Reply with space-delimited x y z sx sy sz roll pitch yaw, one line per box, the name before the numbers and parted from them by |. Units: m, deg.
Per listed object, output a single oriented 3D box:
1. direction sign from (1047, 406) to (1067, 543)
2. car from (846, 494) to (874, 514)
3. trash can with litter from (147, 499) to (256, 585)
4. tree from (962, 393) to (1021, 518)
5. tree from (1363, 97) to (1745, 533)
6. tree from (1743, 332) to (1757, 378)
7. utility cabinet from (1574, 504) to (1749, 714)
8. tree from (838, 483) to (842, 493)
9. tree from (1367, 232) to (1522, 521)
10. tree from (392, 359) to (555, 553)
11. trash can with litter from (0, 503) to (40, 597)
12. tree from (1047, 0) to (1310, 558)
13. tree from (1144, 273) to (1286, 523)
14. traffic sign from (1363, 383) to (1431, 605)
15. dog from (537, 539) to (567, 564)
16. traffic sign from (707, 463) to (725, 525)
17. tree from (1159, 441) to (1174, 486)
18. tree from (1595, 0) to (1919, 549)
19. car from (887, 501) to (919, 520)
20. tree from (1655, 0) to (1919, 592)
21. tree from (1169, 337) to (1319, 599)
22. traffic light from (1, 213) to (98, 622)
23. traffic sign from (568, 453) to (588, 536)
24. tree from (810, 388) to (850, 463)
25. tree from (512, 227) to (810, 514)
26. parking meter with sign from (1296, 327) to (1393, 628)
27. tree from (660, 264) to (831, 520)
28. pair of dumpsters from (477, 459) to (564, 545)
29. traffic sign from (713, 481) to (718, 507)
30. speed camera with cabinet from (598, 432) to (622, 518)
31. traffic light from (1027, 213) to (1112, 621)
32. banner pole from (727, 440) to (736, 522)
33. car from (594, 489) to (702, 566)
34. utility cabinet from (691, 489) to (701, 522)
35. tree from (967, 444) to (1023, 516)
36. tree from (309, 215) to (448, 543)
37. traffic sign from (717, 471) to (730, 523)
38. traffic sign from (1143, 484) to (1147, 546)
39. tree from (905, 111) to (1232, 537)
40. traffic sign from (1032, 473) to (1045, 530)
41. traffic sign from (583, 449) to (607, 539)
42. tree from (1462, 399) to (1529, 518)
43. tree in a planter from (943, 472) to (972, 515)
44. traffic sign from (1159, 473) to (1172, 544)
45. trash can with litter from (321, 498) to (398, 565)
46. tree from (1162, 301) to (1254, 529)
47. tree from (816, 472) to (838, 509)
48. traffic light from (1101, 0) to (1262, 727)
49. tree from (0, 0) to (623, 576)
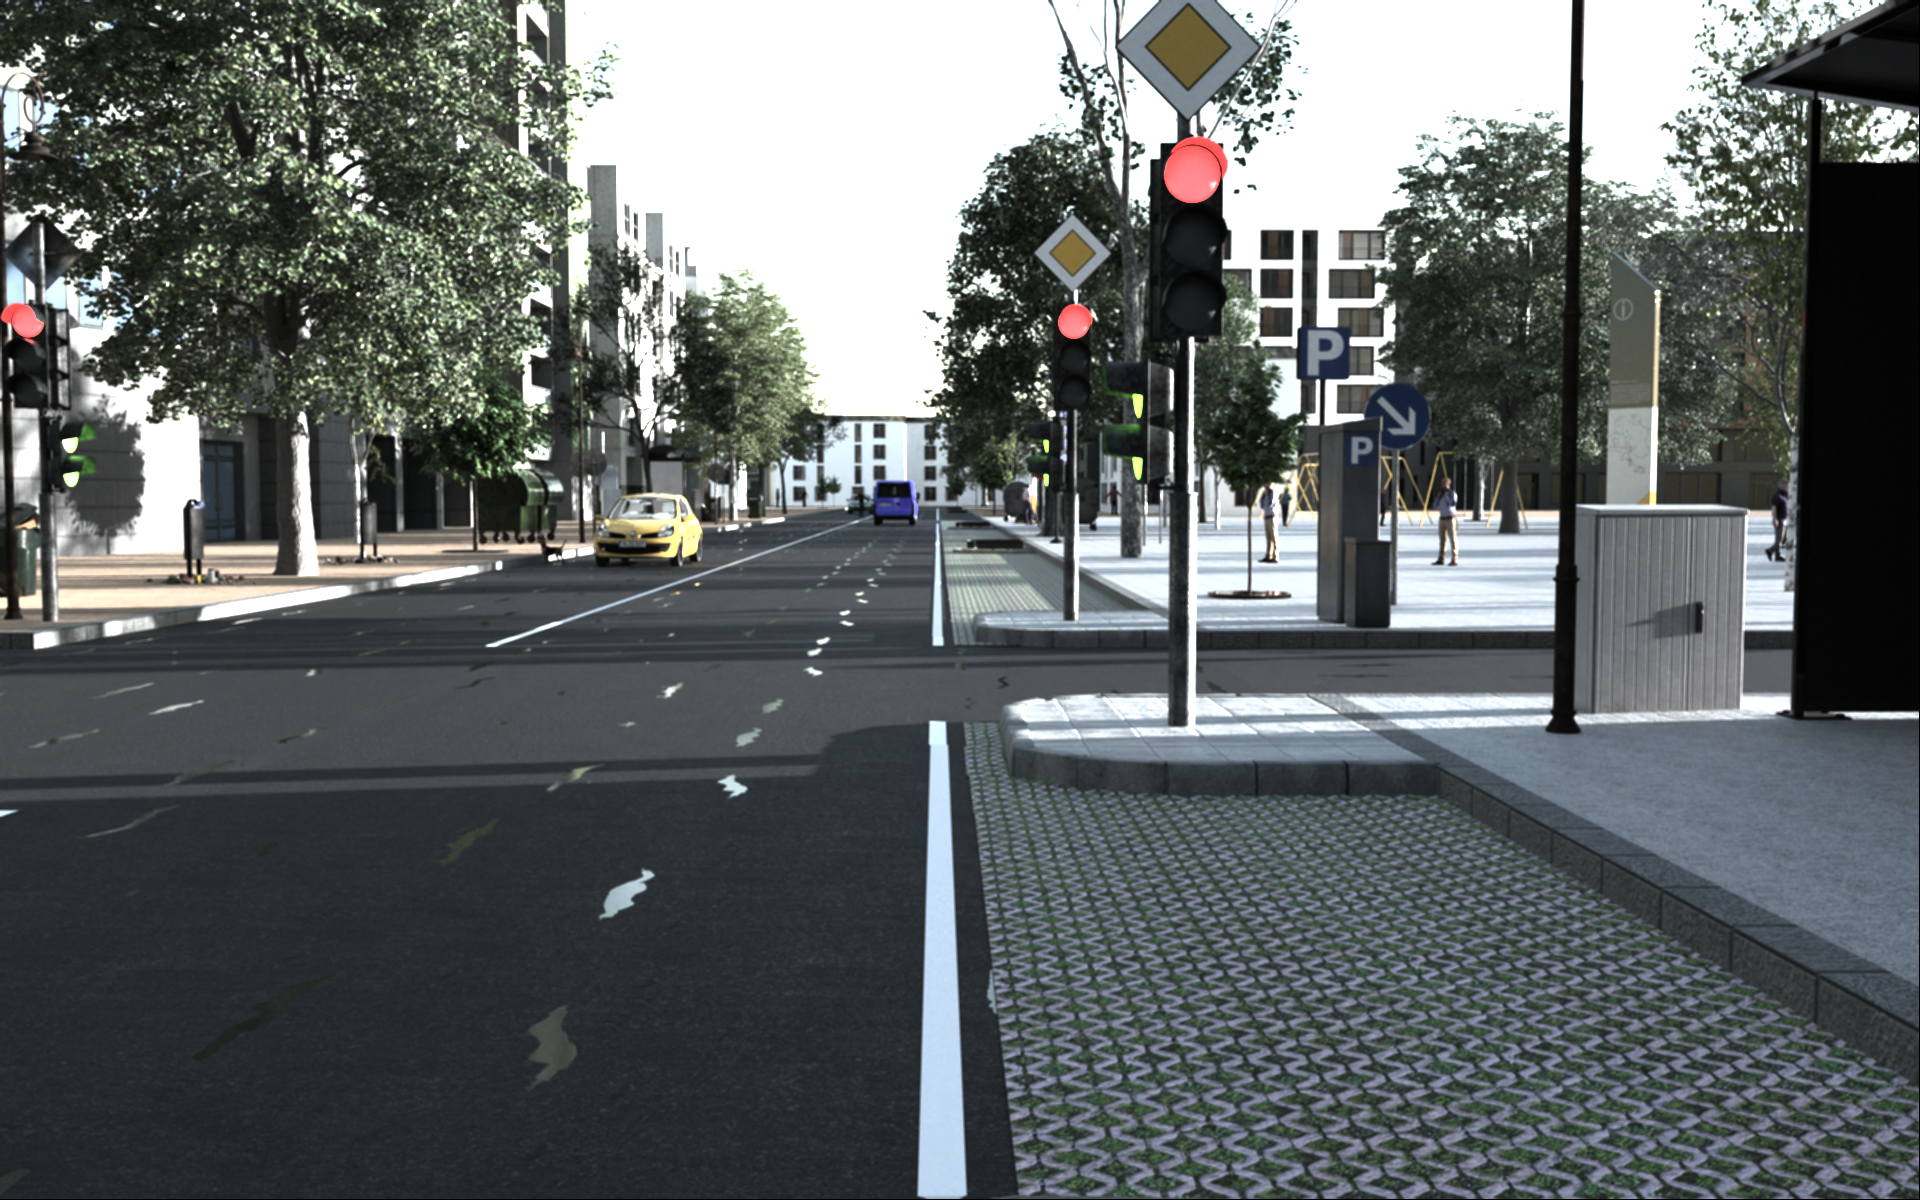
direction sign | 2.529 -3.250 45.142 0.379 3.537 0.876 3 5 39
car | -7.305 -7.087 127.665 2.131 1.459 4.920 0 4 -1
trash can with litter | -11.050 -0.881 25.469 1.678 1.210 2.233 -1 4 -9
tree | 2.317 -8.627 91.416 4.737 8.622 4.395 0 3 0
tree | 18.080 -9.150 56.253 9.857 13.997 8.962 0 3 0
tree | 26.625 -9.936 69.108 9.857 13.997 8.962 0 3 0
utility cabinet | 4.152 0.052 10.314 1.020 1.237 0.306 -1 4 -14
tree | -12.218 -10.646 168.662 1.663 3.219 1.824 0 3 0
tree | 24.537 -10.481 81.741 12.009 13.543 11.850 0 3 0
tree | -10.822 -3.338 38.292 4.285 4.588 4.351 0 3 0
trash can with litter | -11.871 -0.616 21.454 0.624 1.170 1.055 1 4 18
tree | 4.608 -10.862 33.479 12.611 20.169 13.585 0 3 0
tree | 10.725 -9.222 76.534 9.928 11.665 9.643 0 3 0
traffic sign | 5.019 -1.215 19.978 0.768 2.556 0.104 0 4 2
dog | -8.395 -1.001 35.648 0.540 0.507 0.406 -1 4 -23
traffic sign | -10.123 -4.389 71.866 0.768 2.556 0.104 0 4 3
tree | 9.461 -8.492 89.212 4.737 8.622 4.395 0 3 0
tree | 19.865 -7.962 40.542 12.009 13.543 11.850 0 3 0
car | -3.349 -5.312 98.859 2.014 1.417 4.499 0 4 -3
tree | 11.205 -4.417 22.586 4.737 8.622 4.395 0 3 0
tree | 3.668 -1.639 21.399 1.663 3.219 1.824 0 3 0
traffic light | -9.152 -1.739 17.347 0.839 4.253 0.868 0 4 -1
traffic sign | -11.645 -3.241 53.096 0.768 2.556 0.104 0 4 3
tree | -11.288 -10.808 111.122 8.767 10.594 7.601 -1 4 -11
tree | -11.104 -7.733 60.843 7.601 10.594 8.767 2 4 33
parking meter with sign | 3.881 -1.288 17.324 0.543 3.016 1.738 0 4 -6
tree | -10.958 -10.264 85.940 7.486 12.596 7.792 0 3 0
pair of dumpsters | -11.745 -2.661 46.003 1.574 2.255 4.437 0 4 -1
traffic sign | -10.814 -4.704 77.011 0.768 2.556 0.104 0 4 4
speed camera with cabinet | -11.047 -3.692 54.707 0.660 3.252 2.038 -1 4 -15
traffic light | 1.109 -1.748 17.495 0.839 4.253 0.868 0 4 -1
banner pole | -10.495 -5.483 79.666 0.401 3.779 0.863 -1 4 -16
car | -6.389 -1.553 35.616 2.015 1.641 3.980 0 4 0
utility cabinet | -11.967 -4.271 78.507 0.318 1.500 1.173 -1 4 -16
tree | 2.146 -7.334 103.620 4.285 4.588 4.351 0 3 0
tree | -15.482 -5.788 44.992 4.737 8.622 4.395 0 3 0
traffic sign | -10.301 -4.480 75.384 0.606 2.300 0.079 0 4 5
traffic sign | 4.573 -2.613 42.829 0.768 2.556 0.104 0 4 0
tree | 2.933 -8.280 52.380 9.611 12.733 9.660 0 3 0
traffic sign | 2.929 -3.785 61.983 0.768 2.556 0.104 0 4 3
traffic sign | -10.360 -2.993 49.038 0.768 2.556 0.104 0 4 8
tree | 27.673 -8.598 90.946 4.360 8.622 3.978 0 3 0
tree in a planter | -0.180 -7.468 119.326 1.991 3.239 1.994 0 4 -1
traffic sign | 5.193 -2.612 44.832 0.606 2.300 0.079 1 4 8
trash can with litter | -11.365 -1.306 32.413 1.678 1.210 2.233 1 4 9
tree | 9.244 -6.864 62.596 4.360 8.622 3.978 0 3 0
tree | -12.242 -9.704 153.264 1.663 3.219 1.824 0 3 0
traffic light | 1.212 -1.259 9.511 0.839 4.253 0.868 0 4 -1
tree | -10.434 -7.368 27.123 9.857 13.997 8.962 0 3 0
